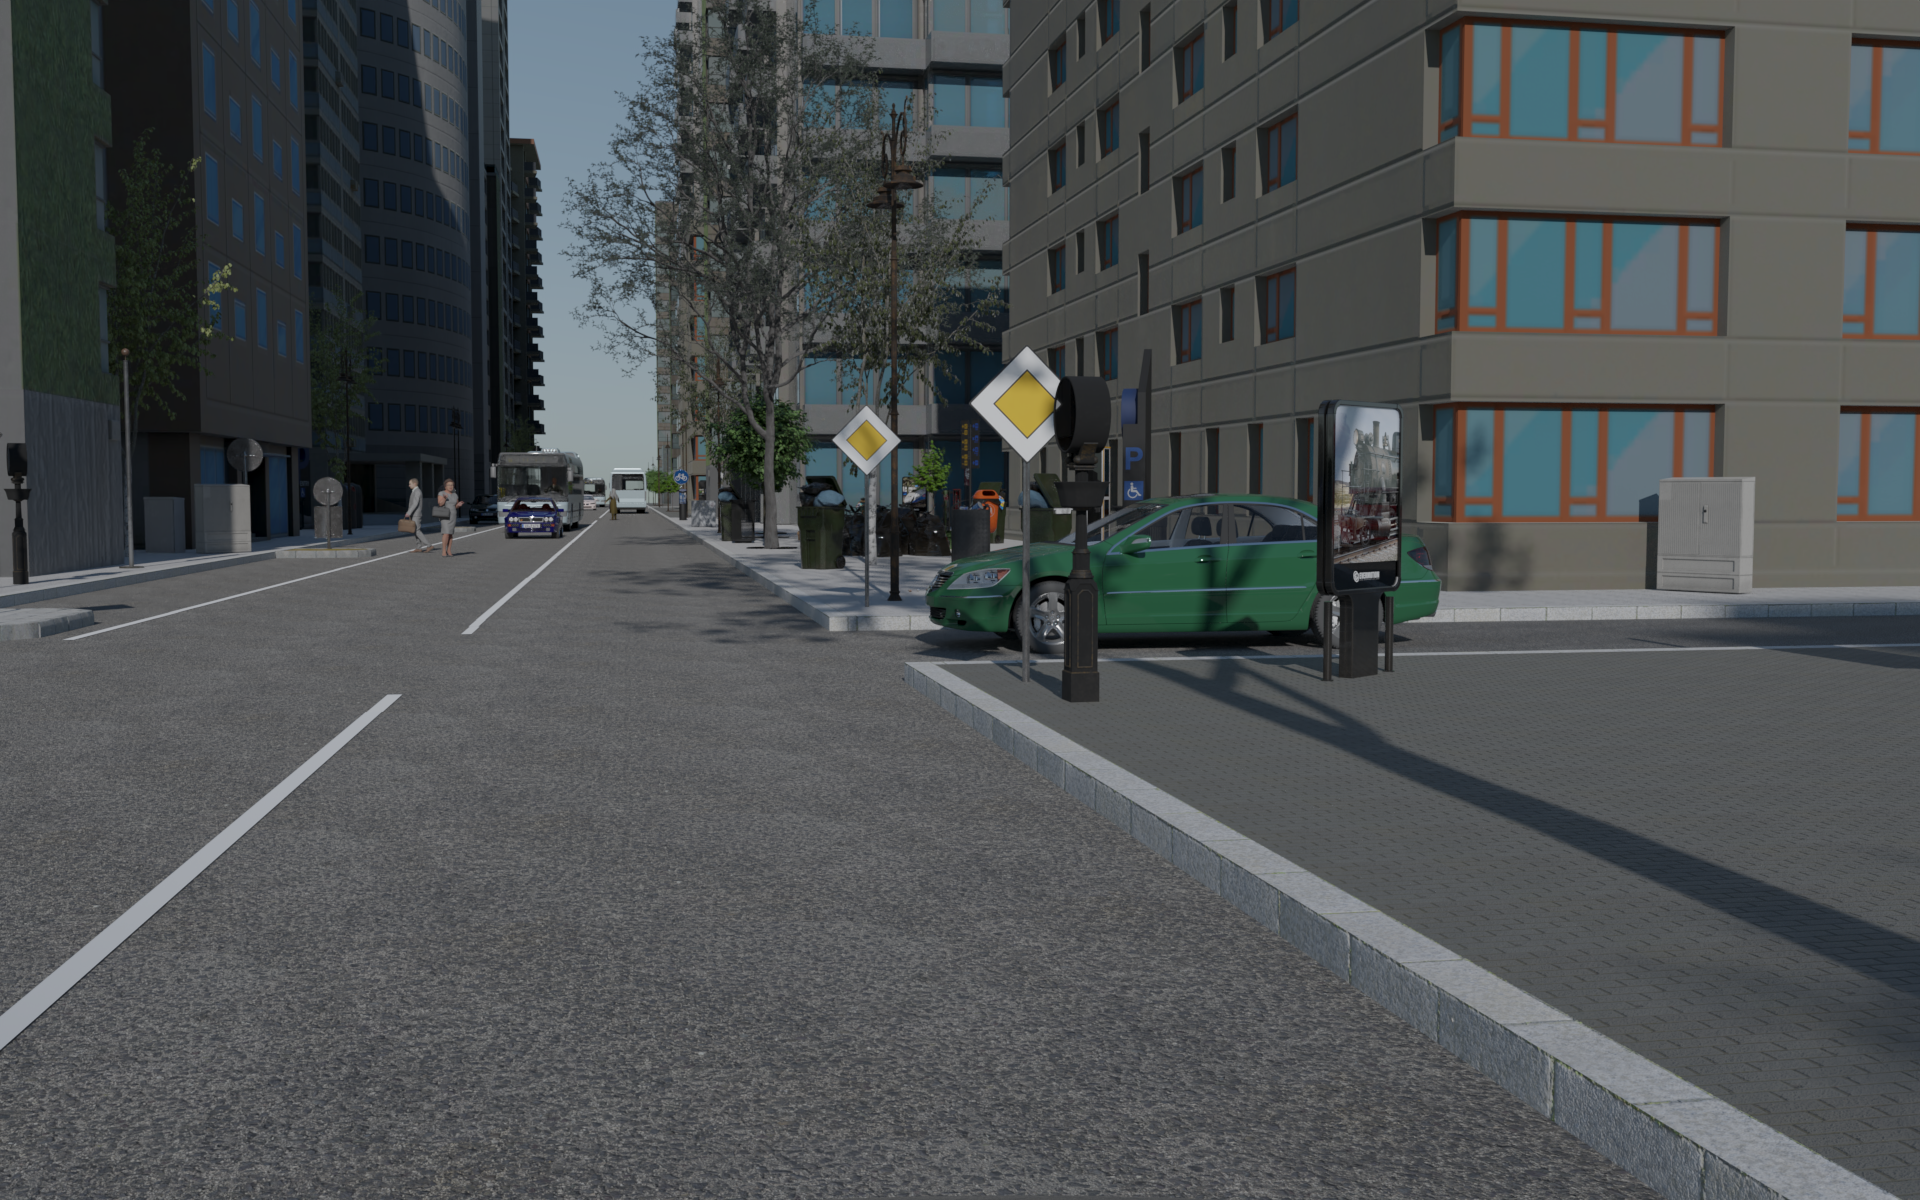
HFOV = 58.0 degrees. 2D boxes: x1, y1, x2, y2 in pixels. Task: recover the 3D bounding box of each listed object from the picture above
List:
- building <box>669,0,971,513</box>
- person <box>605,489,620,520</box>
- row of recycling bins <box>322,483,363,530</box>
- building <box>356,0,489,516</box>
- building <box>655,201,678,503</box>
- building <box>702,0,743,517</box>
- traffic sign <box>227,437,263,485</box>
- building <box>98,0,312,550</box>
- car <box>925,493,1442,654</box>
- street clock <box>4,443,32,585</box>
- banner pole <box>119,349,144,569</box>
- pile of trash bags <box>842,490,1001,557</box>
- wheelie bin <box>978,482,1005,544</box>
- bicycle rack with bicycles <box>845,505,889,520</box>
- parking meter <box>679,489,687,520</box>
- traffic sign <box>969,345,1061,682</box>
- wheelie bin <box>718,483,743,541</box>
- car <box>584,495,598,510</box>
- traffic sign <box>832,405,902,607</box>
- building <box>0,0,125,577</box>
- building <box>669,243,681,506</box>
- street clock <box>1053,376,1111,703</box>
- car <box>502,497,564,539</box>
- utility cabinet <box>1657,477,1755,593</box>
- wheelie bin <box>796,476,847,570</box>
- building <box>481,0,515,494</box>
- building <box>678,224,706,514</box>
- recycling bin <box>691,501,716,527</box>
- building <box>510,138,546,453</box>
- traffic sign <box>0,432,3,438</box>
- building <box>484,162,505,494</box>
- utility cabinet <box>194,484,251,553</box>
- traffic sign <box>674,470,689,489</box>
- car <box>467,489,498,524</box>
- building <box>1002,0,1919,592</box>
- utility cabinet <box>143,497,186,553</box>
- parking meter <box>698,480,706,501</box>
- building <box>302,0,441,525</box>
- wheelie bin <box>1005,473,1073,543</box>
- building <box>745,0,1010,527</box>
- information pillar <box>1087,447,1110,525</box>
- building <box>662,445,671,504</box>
[{"bbox_3d":[-13.857,-32.673,153.810,23.786,49.044,30.456,-1,4,-11],"label":"building"},{"bbox_3d":[-19.090,-5.253,95.109,0.721,1.736,1.217,2,4,28],"label":"person"},{"bbox_3d":[-22.656,-3.446,63.451,1.069,1.692,3.534,-1,4,-8],"label":"row of recycling bins"},{"bbox_3d":[-40.110,-34.251,102.007,21.231,58.520,28.212,-1,4,-11],"label":"building"},{"bbox_3d":[-35.784,-34.305,244.478,14.154,41.232,14.086,-1,4,-11],"label":"building"},{"bbox_3d":[-8.222,-25.635,102.733,14.154,41.232,14.086,-1,4,-11],"label":"building"},{"bbox_3d":[-16.105,-2.381,39.040,0.768,2.556,0.104,-1,4,-11],"label":"traffic sign"},{"bbox_3d":[-25.449,-24.092,44.013,14.600,45.320,14.200,-1,4,-11],"label":"building"},{"bbox_3d":[2.109,-0.293,16.596,4.920,1.459,2.131,-1,4,-10],"label":"car"},{"bbox_3d":[-13.358,-1.224,24.577,0.358,2.002,0.471,-2,4,-33],"label":"street clock"},{"bbox_3d":[-14.441,-2.452,30.107,0.401,3.779,0.863,-1,4,-22],"label":"banner pole"},{"bbox_3d":[-0.765,-1.628,36.363,3.447,1.369,1.912,-1,4,-22],"label":"pile of trash bags"},{"bbox_3d":[0.786,-2.264,44.927,0.980,1.594,0.693,2,4,30],"label":"wheelie bin"},{"bbox_3d":[-3.152,-2.659,56.862,2.925,0.926,2.852,3,5,43],"label":"bicycle rack with bicycles"},{"bbox_3d":[-13.535,-4.660,84.596,0.372,1.533,0.369,0,3,0],"label":"parking meter"},{"bbox_3d":[0.448,-0.497,11.771,0.795,2.450,0.064,-1,4,-11],"label":"traffic sign"},{"bbox_3d":[-6.256,-2.405,47.223,0.693,1.594,0.980,-1,4,-9],"label":"wheelie bin"},{"bbox_3d":[-33.234,-8.646,153.716,2.083,1.381,4.827,-1,4,-12],"label":"car"},{"bbox_3d":[-1.058,-0.977,19.613,0.795,2.450,0.064,-1,4,-11],"label":"traffic sign"},{"bbox_3d":[-20.936,-20.728,22.497,14.154,41.232,14.086,-1,4,-11],"label":"building"},{"bbox_3d":[-26.491,-26.242,200.752,14.160,30.474,14.107,-1,4,-11],"label":"building"},{"bbox_3d":[0.749,-0.375,10.703,0.358,2.002,0.471,-1,4,-14],"label":"street clock"},{"bbox_3d":[-13.933,-2.698,56.689,1.945,1.354,3.894,-1,4,-11],"label":"car"},{"bbox_3d":[9.702,-0.850,22.572,0.318,1.500,1.173,-2,4,-34],"label":"utility cabinet"},{"bbox_3d":[-2.360,-1.326,29.587,0.980,1.594,0.693,3,4,36],"label":"wheelie bin"},{"bbox_3d":[-55.781,-45.485,181.926,20.563,71.187,20.611,-1,4,-11],"label":"building"},{"bbox_3d":[-6.014,-17.160,125.599,27.650,21.520,28.899,-1,4,-11],"label":"building"},{"bbox_3d":[-9.983,-3.356,67.429,0.722,1.027,0.722,-3,4,-39],"label":"recycling bin"},{"bbox_3d":[-61.360,-33.773,206.807,22.147,44.769,28.867,-1,4,-11],"label":"building"},{"bbox_3d":[-10.288,-0.870,17.868,0.795,2.450,0.064,-1,4,-11],"label":"traffic sign"},{"bbox_3d":[-45.807,-22.784,144.225,14.160,30.474,14.107,-1,4,-11],"label":"building"},{"bbox_3d":[-15.984,-1.768,37.580,0.318,1.500,1.173,2,4,30],"label":"utility cabinet"},{"bbox_3d":[-14.545,-5.522,90.386,0.768,2.556,0.104,-1,4,-10],"label":"traffic sign"},{"bbox_3d":[-22.665,-4.501,83.376,2.009,1.686,4.222,-1,4,-12],"label":"car"},{"bbox_3d":[17.998,-11.825,38.386,28.899,21.520,27.650,-1,4,-11],"label":"building"},{"bbox_3d":[-17.422,-1.639,37.953,1.020,1.237,0.306,2,4,30],"label":"utility cabinet"},{"bbox_3d":[-10.712,-4.057,72.037,0.255,1.863,0.399,0,4,5],"label":"parking meter"},{"bbox_3d":[-39.728,-23.418,74.761,32.217,40.220,23.993,-1,4,-11],"label":"building"},{"bbox_3d":[1.288,-1.130,26.383,0.693,1.594,0.980,2,4,35],"label":"wheelie bin"},{"bbox_3d":[0.744,-28.177,80.300,23.786,49.044,30.456,-1,4,-11],"label":"building"},{"bbox_3d":[2.141,-1.372,26.922,0.304,2.012,0.304,2,4,24],"label":"information pillar"},{"bbox_3d":[-26.973,-55.609,221.871,22.319,86.520,31.000,-1,4,-11],"label":"building"}]
